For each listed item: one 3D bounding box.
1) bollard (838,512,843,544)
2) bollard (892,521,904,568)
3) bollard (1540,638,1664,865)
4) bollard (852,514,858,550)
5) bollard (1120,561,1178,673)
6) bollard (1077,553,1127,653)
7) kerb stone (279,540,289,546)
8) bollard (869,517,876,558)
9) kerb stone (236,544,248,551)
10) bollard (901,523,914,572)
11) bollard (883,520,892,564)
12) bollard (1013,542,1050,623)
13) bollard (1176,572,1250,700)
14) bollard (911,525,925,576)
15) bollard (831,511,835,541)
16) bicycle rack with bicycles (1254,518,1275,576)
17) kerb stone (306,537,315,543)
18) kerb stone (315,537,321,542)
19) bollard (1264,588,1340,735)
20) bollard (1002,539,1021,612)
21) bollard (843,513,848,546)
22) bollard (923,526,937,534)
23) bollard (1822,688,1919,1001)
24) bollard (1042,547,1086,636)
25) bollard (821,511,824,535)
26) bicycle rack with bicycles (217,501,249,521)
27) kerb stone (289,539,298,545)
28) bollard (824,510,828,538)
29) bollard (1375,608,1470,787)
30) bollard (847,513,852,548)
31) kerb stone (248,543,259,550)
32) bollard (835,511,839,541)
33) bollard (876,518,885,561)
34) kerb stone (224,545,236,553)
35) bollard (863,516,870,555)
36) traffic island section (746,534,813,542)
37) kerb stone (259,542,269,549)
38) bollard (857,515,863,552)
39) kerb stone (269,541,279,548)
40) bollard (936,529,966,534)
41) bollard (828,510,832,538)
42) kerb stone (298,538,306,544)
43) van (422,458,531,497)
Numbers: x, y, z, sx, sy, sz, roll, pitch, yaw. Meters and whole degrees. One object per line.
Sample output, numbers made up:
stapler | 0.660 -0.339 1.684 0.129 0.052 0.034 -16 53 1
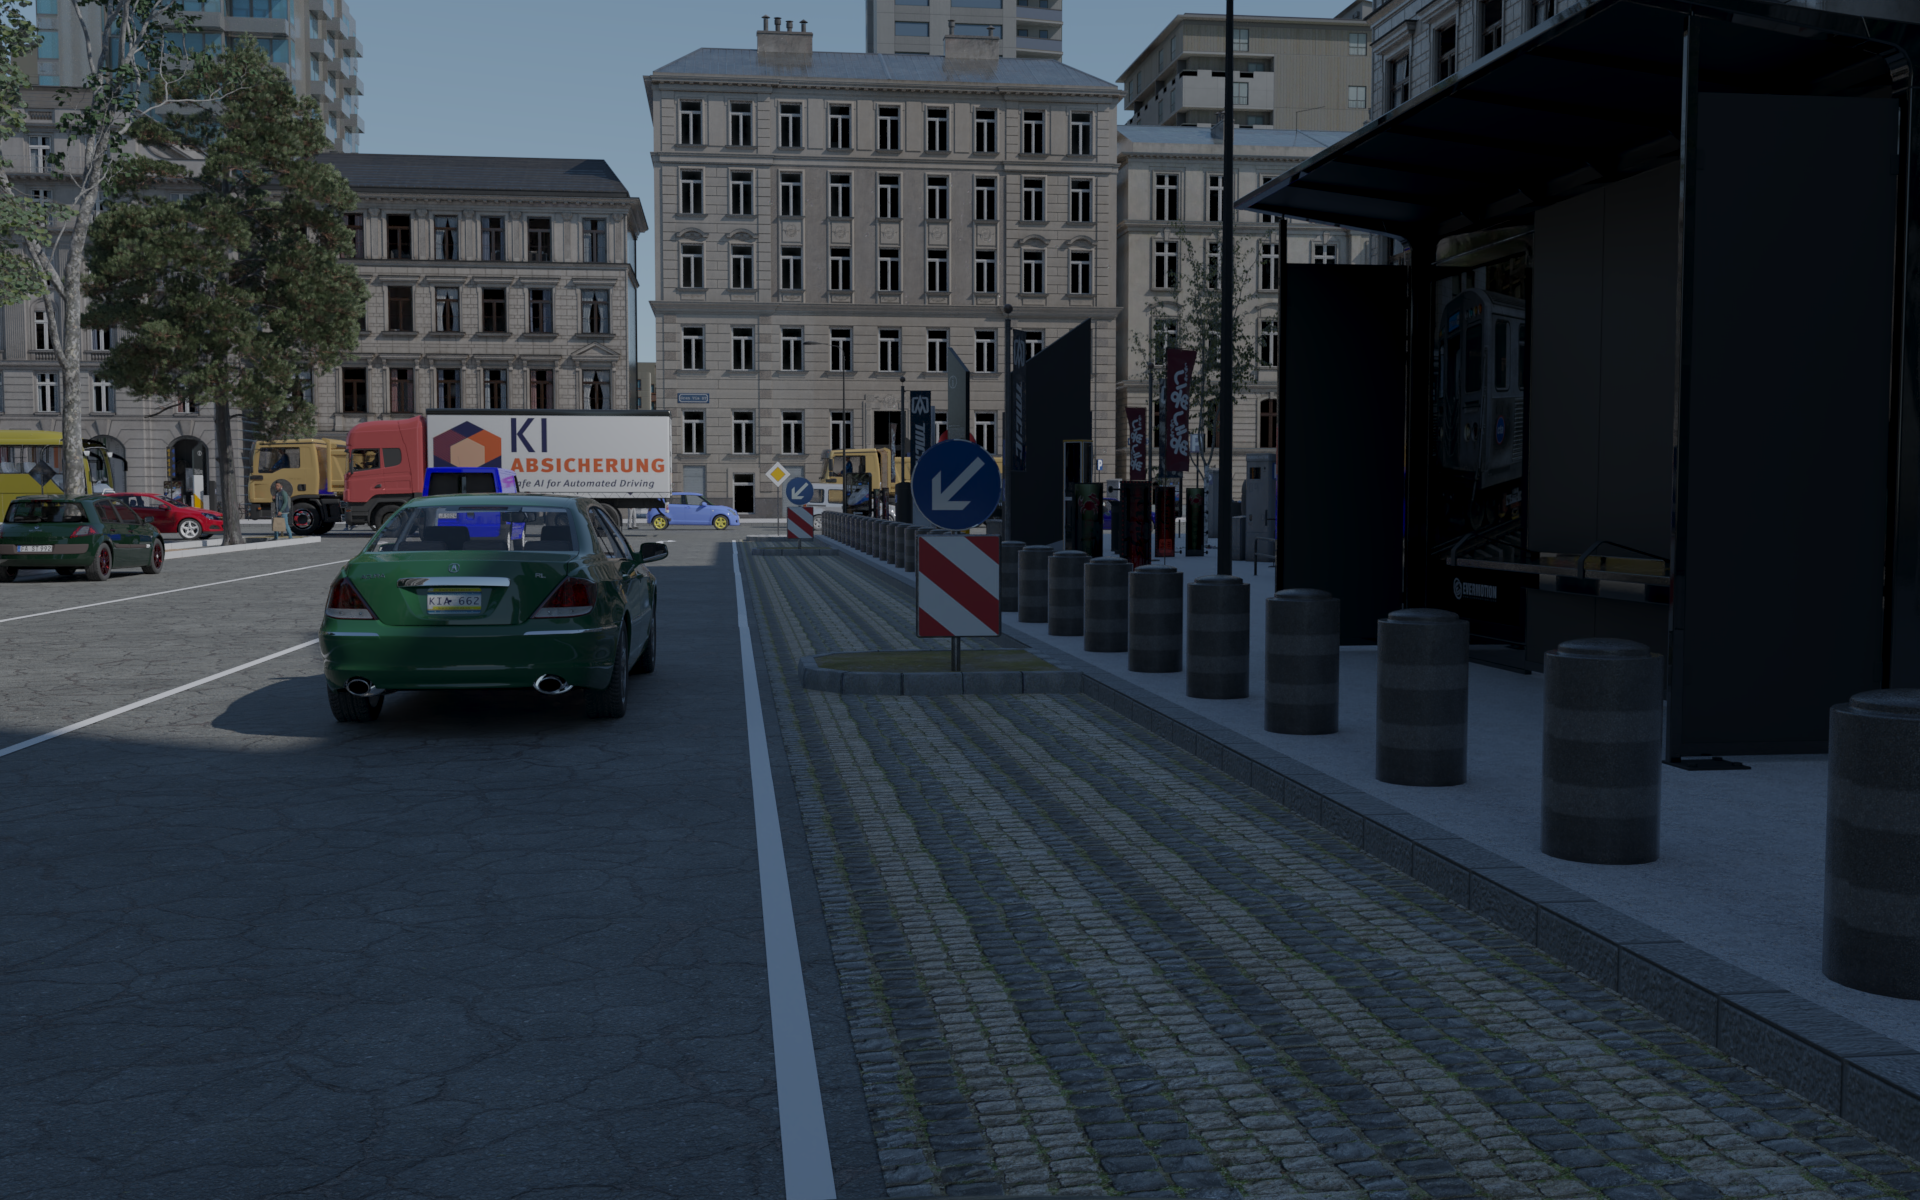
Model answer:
bollard | -2.854 -1.830 44.642 0.404 0.777 0.398 0 3 0
bollard | -0.932 -0.948 30.213 0.404 0.777 0.398 0 3 0
bollard | 2.281 0.523 6.159 0.404 0.777 0.398 0 3 0
bollard | -2.217 -1.536 39.836 0.404 0.777 0.398 0 3 0
bollard | 1.422 0.131 12.581 0.404 0.777 0.398 0 3 0
bollard | 1.215 0.033 14.180 0.404 0.777 0.398 0 3 0
kerb stone | -18.733 -1.558 47.667 0.120 0.150 1.000 0 4 -8
bollard | -1.570 -1.242 35.016 0.404 0.777 0.398 0 3 0
kerb stone | -18.190 -1.308 43.577 0.120 0.150 1.000 0 4 -8
bollard | -0.714 -0.850 28.615 0.404 0.777 0.398 0 3 0
bollard | -1.143 -1.046 31.812 0.404 0.777 0.398 0 3 0
bollard | 0.784 -0.163 17.377 0.404 0.777 0.398 0 3 0
bollard | 1.637 0.228 10.982 0.404 0.777 0.398 0 3 0
bollard | -0.503 -0.752 27.016 0.404 0.777 0.398 0 3 0
bollard | -3.282 -2.027 47.850 0.404 0.777 0.398 0 3 0
bicycle rack with bicycles | 5.677 -0.806 26.560 2.852 0.926 2.925 0 4 1
kerb stone | -19.145 -1.739 50.724 0.120 0.150 1.000 0 4 -8
kerb stone | -19.279 -1.807 51.740 0.120 0.150 1.000 0 4 -8
bollard | 1.854 0.326 9.384 0.404 0.777 0.398 0 3 0
bollard | 0.569 -0.261 18.992 0.404 0.777 0.398 0 3 0
bollard | -2.644 -1.732 43.042 0.404 0.777 0.398 0 3 0
bollard | -0.286 -0.654 25.404 0.404 0.777 0.398 0 3 0
bollard | 2.496 0.622 4.544 0.404 0.777 0.398 0 3 0
bollard | 1.002 -0.065 15.779 0.404 0.777 0.398 0 3 0
bollard | -3.930 -2.320 52.655 0.404 0.777 0.398 0 3 0
bicycle rack with bicycles | -35.654 -4.283 83.401 2.925 0.926 2.852 1 4 19
kerb stone | -18.868 -1.619 48.683 0.120 0.150 1.000 0 4 -8
bollard | -3.714 -2.222 51.054 0.404 0.777 0.398 0 3 0
bollard | 2.069 0.426 7.758 0.404 0.777 0.398 0 3 0
bollard | -2.425 -1.634 41.435 0.404 0.777 0.398 0 3 0
kerb stone | -18.325 -1.367 44.602 0.120 0.150 1.000 0 4 -8
bollard | -3.070 -1.928 46.247 0.404 0.777 0.398 0 3 0
bollard | -1.358 -1.143 33.411 0.404 0.777 0.398 0 3 0
kerb stone | -18.053 -1.246 42.561 0.120 0.150 1.000 0 4 -8
bollard | -1.785 -1.339 36.615 0.404 0.777 0.398 0 3 0
traffic island section | -5.556 -1.889 53.167 2.009 0.180 2.903 0 4 -8
kerb stone | -18.457 -1.433 45.619 0.120 0.150 1.000 0 4 -8
bollard | -2.000 -1.438 38.224 0.404 0.777 0.398 0 3 0
kerb stone | -18.603 -1.496 46.650 0.120 0.150 1.000 0 4 -8
bollard | -0.076 -0.556 23.805 0.404 0.777 0.398 0 3 0
bollard | -3.498 -2.125 49.455 0.404 0.777 0.398 0 3 0
kerb stone | -19.013 -1.681 49.702 0.120 0.150 1.000 0 4 -8
van | -11.571 -2.267 41.450 2.240 2.365 5.245 -1 4 -9
